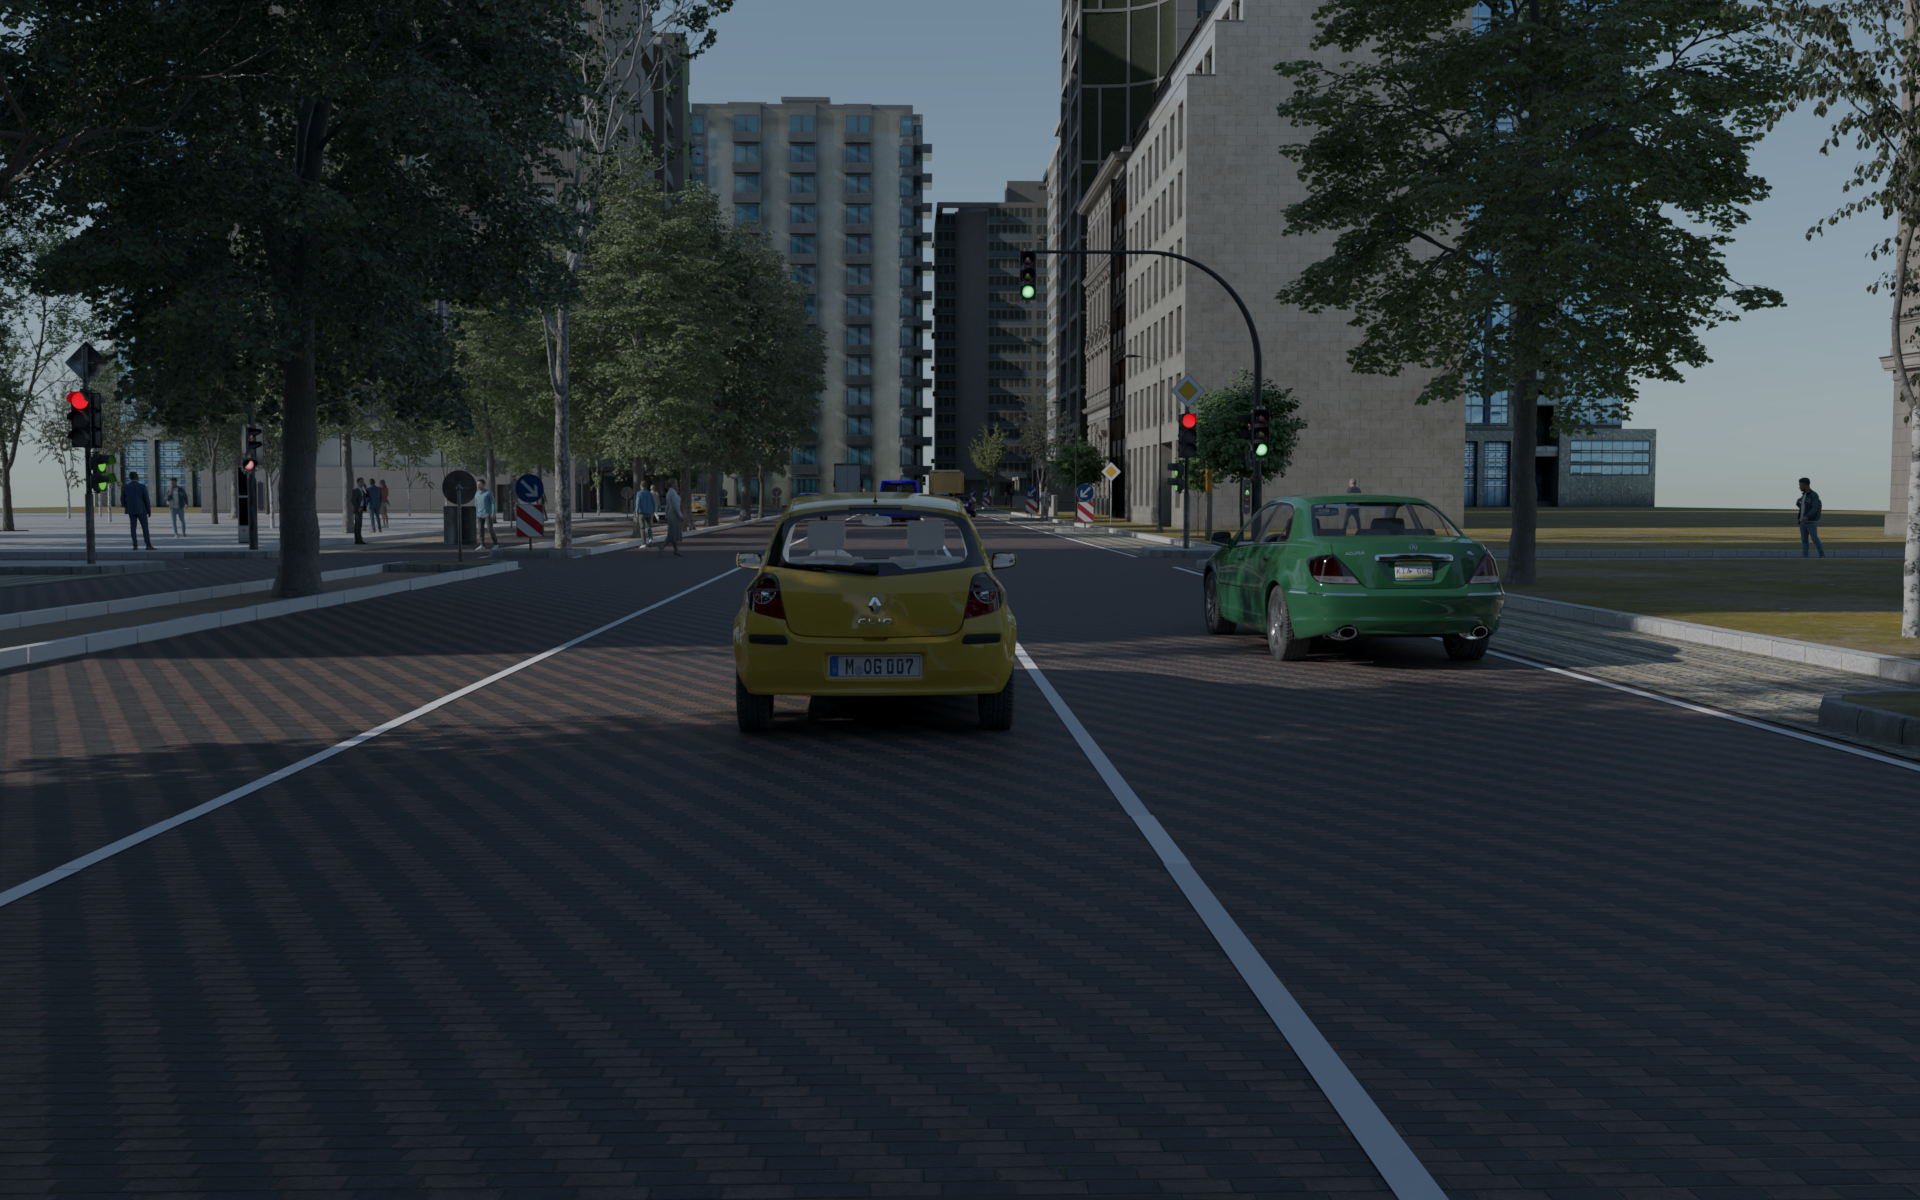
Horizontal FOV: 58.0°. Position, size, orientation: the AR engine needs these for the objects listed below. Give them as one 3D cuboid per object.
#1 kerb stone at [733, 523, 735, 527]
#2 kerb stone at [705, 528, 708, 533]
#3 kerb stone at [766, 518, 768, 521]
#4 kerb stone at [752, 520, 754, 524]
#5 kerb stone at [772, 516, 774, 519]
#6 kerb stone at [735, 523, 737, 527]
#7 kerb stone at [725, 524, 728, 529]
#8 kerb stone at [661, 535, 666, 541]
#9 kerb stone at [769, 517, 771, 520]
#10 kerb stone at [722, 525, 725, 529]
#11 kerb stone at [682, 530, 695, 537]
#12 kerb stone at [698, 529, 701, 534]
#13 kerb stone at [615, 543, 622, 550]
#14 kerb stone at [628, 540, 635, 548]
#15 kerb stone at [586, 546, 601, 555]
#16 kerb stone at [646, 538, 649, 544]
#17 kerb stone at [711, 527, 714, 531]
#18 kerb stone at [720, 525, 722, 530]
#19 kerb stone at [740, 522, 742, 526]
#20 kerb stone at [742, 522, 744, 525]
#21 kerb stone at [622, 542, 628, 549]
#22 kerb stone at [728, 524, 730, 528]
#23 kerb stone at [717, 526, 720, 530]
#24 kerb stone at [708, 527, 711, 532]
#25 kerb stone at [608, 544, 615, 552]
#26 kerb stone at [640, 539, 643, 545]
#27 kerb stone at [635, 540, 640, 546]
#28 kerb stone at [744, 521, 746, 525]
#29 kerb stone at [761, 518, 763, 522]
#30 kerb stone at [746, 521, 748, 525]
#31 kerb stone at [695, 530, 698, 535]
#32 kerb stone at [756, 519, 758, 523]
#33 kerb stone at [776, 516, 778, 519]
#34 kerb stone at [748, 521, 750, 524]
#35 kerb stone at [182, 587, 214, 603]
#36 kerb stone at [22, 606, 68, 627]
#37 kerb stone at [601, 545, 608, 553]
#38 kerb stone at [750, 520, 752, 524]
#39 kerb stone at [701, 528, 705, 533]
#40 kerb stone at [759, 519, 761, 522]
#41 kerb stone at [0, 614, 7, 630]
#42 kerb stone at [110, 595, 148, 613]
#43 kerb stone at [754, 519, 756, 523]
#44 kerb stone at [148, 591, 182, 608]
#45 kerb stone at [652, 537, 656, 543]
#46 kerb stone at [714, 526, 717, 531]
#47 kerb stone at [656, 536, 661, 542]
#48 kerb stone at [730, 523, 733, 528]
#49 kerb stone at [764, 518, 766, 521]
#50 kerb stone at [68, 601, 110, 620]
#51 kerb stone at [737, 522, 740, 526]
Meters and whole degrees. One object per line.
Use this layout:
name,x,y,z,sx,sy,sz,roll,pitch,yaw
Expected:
kerb stone,-9.816,-3.168,73.998,0.120,0.150,1.000,0,4,-2
kerb stone,-9.484,-2.542,63.773,0.120,0.150,1.000,0,4,-2
kerb stone,-10.388,-4.232,91.416,0.120,0.150,1.000,0,4,-2
kerb stone,-10.120,-3.728,83.219,0.120,0.150,1.000,0,4,-2
kerb stone,-10.516,-4.485,95.519,0.120,0.150,1.000,0,4,-2
kerb stone,-9.859,-3.232,75.036,0.120,0.150,1.000,0,4,-2
kerb stone,-9.719,-2.978,70.931,0.120,0.150,1.000,0,4,-2
kerb stone,-9.114,-1.852,52.484,0.120,0.150,1.000,0,4,-2
kerb stone,-10.448,-4.359,93.464,0.120,0.150,1.000,0,4,-2
kerb stone,-9.694,-2.918,69.908,0.120,0.150,1.000,0,4,-2
kerb stone,-9.349,-2.291,59.652,0.120,0.150,1.000,0,4,-2
kerb stone,-9.423,-2.418,61.725,0.120,0.150,1.000,0,4,-2
kerb stone,-8.854,-1.351,44.282,0.120,0.150,1.000,0,4,-2
kerb stone,-8.914,-1.475,46.334,0.120,0.150,1.000,0,4,-2
kerb stone,-8.755,-1.162,41.211,0.120,0.150,1.000,0,4,-2
kerb stone,-9.016,-1.660,49.402,0.120,0.150,1.000,0,4,-2
kerb stone,-9.560,-2.666,65.816,0.120,0.150,1.000,0,4,-2
kerb stone,-9.660,-2.855,68.882,0.120,0.150,1.000,0,4,-2
kerb stone,-9.920,-3.354,77.080,0.120,0.150,1.000,0,4,-2
kerb stone,-9.956,-3.420,78.108,0.120,0.150,1.000,0,4,-2
kerb stone,-8.887,-1.413,45.304,0.120,0.150,1.000,0,4,-2
kerb stone,-9.752,-3.041,71.952,0.120,0.150,1.000,0,4,-2
kerb stone,-9.622,-2.791,67.861,0.120,0.150,1.000,0,4,-2
kerb stone,-9.524,-2.605,64.795,0.120,0.150,1.000,0,4,-2
kerb stone,-8.822,-1.288,43.261,0.120,0.150,1.000,0,4,-2
kerb stone,-8.982,-1.598,48.380,0.120,0.150,1.000,0,4,-2
kerb stone,-8.951,-1.539,47.358,0.120,0.150,1.000,0,4,-2
kerb stone,-9.988,-3.480,79.130,0.120,0.150,1.000,0,4,-2
kerb stone,-10.287,-4.046,88.347,0.120,0.150,1.000,0,4,-2
kerb stone,-10.020,-3.544,80.151,0.120,0.150,1.000,0,4,-2
kerb stone,-9.379,-2.354,60.683,0.120,0.150,1.000,0,4,-2
kerb stone,-10.177,-3.852,85.263,0.120,0.150,1.000,0,4,-2
kerb stone,-10.618,-4.669,98.593,0.120,0.150,1.000,0,4,-2
kerb stone,-10.049,-3.599,81.174,0.120,0.150,1.000,0,4,-2
kerb stone,-10.268,-0.058,23.146,0.120,0.150,1.000,0,4,-2
kerb stone,-10.135,0.193,19.042,0.120,0.150,1.000,0,4,-2
kerb stone,-8.785,-1.223,42.236,0.120,0.150,1.000,0,4,-2
kerb stone,-10.082,-3.670,82.196,0.120,0.150,1.000,0,4,-2
kerb stone,-9.458,-2.473,62.751,0.120,0.150,1.000,0,4,-2
kerb stone,-10.258,-3.983,87.323,0.120,0.150,1.000,0,4,-2
kerb stone,-10.097,0.256,18.013,0.120,0.150,1.000,0,4,-2
kerb stone,-10.201,0.071,21.101,0.120,0.150,1.000,0,4,-2
kerb stone,-10.155,-3.795,84.241,0.120,0.150,1.000,0,4,-2
kerb stone,-10.240,0.005,22.122,0.120,0.150,1.000,0,4,-2
kerb stone,-9.055,-1.727,50.431,0.120,0.150,1.000,0,4,-2
kerb stone,-9.584,-2.729,66.838,0.120,0.150,1.000,0,4,-2
kerb stone,-9.090,-1.790,51.461,0.120,0.150,1.000,0,4,-2
kerb stone,-9.784,-3.106,72.974,0.120,0.150,1.000,0,4,-2
kerb stone,-10.358,-4.171,90.394,0.120,0.150,1.000,0,4,-2
kerb stone,-10.168,0.130,20.063,0.120,0.150,1.000,0,4,-2
kerb stone,-9.889,-3.294,76.058,0.120,0.150,1.000,0,4,-2
